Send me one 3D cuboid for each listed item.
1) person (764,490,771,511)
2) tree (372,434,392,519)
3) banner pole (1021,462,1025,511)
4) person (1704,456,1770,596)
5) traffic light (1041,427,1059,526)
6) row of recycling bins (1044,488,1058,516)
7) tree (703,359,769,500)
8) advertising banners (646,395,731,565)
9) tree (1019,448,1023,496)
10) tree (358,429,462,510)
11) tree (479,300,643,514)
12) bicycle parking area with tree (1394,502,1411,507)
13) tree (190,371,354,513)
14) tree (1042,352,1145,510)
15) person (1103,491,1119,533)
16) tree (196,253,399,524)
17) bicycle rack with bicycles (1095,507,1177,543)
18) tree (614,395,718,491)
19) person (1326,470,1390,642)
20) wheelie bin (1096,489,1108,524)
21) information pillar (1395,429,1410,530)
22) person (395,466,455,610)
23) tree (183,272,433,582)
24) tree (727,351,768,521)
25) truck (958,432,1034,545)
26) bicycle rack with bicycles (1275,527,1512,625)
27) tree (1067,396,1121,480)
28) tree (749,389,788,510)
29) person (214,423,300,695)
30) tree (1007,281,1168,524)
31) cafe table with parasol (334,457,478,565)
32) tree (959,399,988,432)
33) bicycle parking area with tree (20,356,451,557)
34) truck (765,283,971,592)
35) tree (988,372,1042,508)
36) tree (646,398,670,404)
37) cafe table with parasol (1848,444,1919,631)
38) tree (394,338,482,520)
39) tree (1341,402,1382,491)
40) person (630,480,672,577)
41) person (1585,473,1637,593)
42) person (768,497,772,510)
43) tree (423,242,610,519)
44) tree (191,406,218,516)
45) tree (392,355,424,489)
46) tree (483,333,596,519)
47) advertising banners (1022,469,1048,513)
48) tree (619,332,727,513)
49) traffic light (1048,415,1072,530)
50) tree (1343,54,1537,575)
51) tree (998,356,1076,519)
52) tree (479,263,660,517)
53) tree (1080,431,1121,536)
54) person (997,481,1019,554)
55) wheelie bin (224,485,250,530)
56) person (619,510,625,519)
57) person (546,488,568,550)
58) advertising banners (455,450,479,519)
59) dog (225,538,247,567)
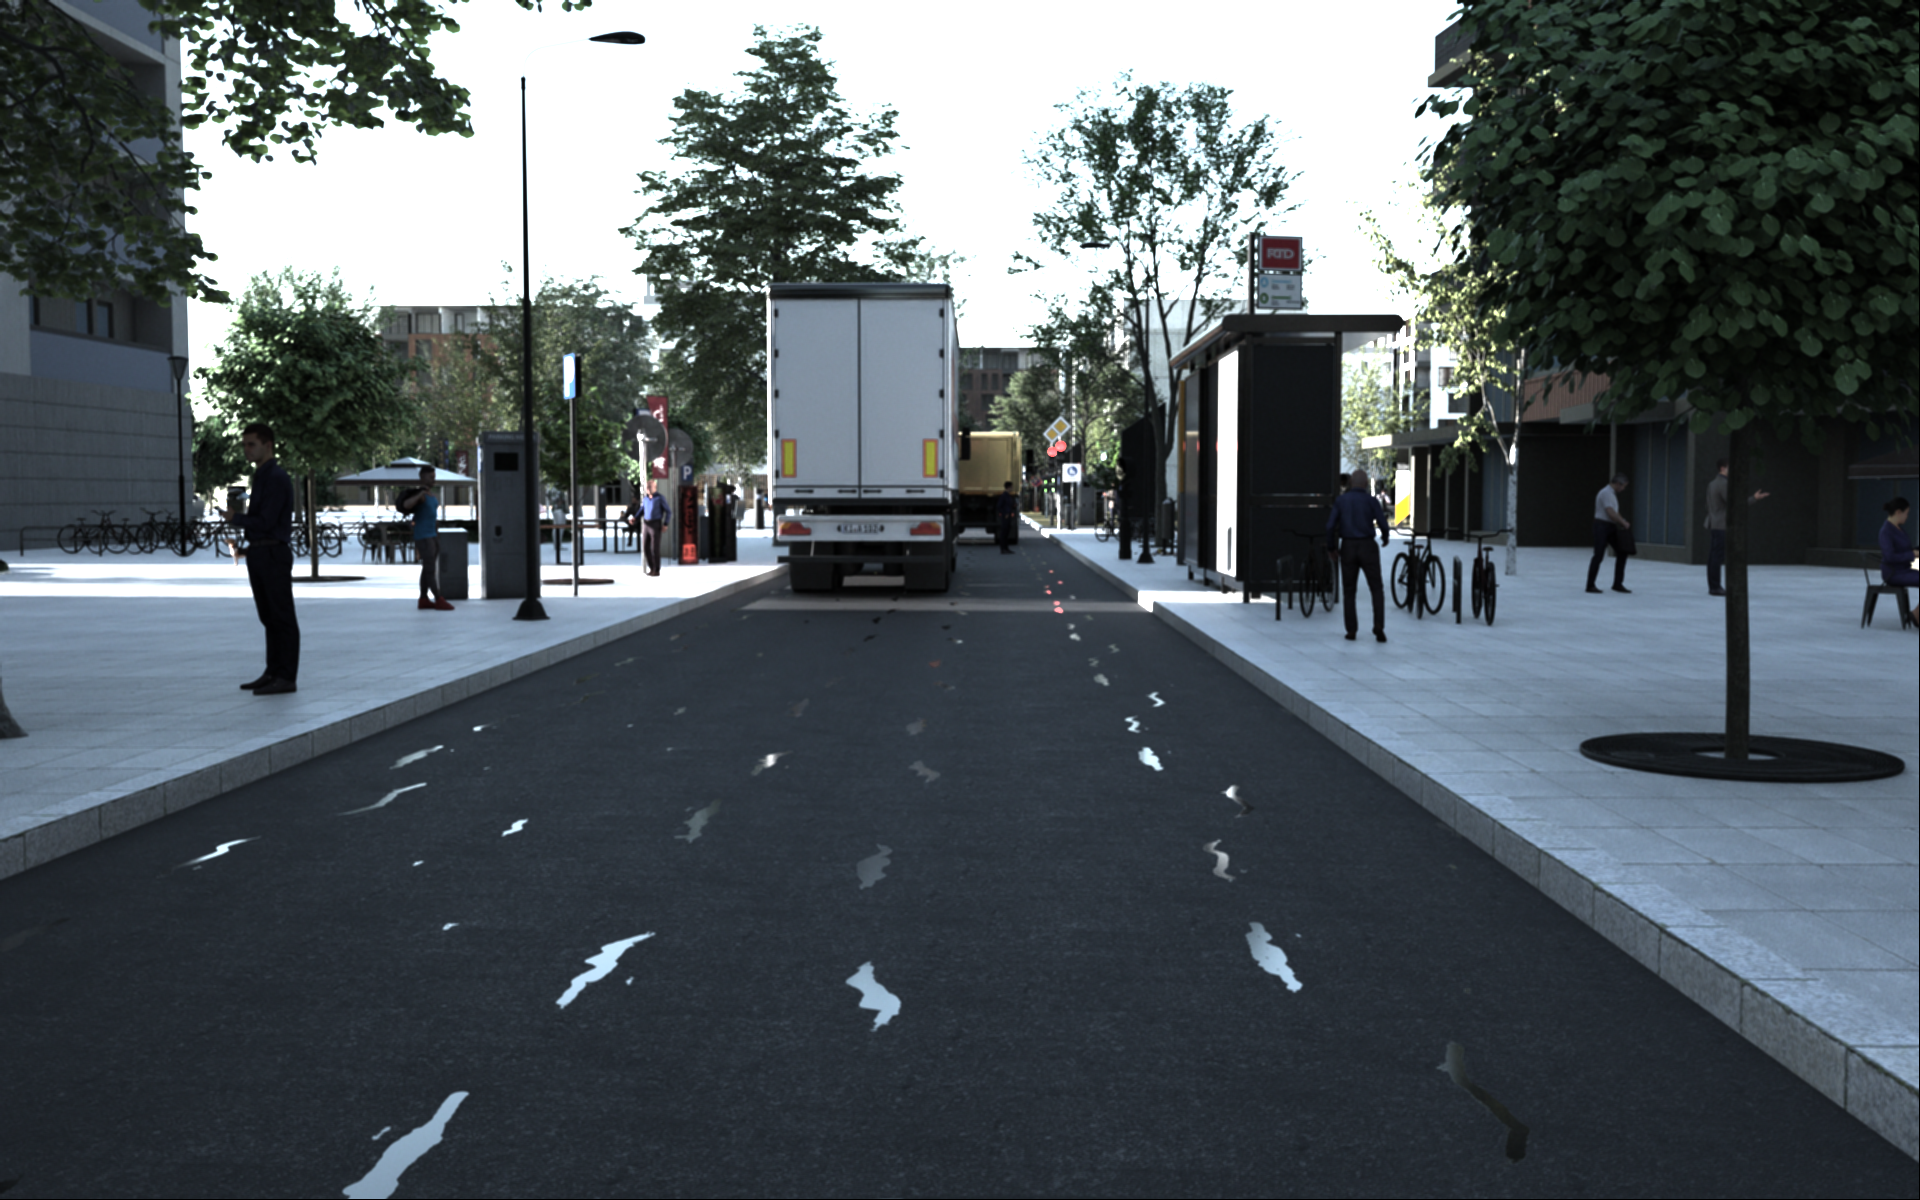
[{"bbox_3d":[-14.262,-7.373,128.457,0.647,1.594,0.662,2,4,35],"label":"person"},{"bbox_3d":[-29.445,-8.418,87.997,4.737,8.622,4.395,0,3,0],"label":"tree"},{"bbox_3d":[4.838,-8.675,131.859,0.401,3.779,0.863,-1,4,-16],"label":"banner pole"},{"bbox_3d":[9.798,-0.935,21.868,0.750,1.759,0.617,2,4,24],"label":"person"},{"bbox_3d":[3.691,-4.945,69.767,0.839,4.253,0.868,0,4,1],"label":"traffic light"},{"bbox_3d":[5.817,-5.846,102.697,1.069,1.692,3.534,-1,4,-11],"label":"row of recycling bins"},{"bbox_3d":[-11.977,-8.621,91.310,4.737,8.622,4.395,0,3,0],"label":"tree"},{"bbox_3d":[-4.919,-2.156,31.435,0.090,3.025,2.074,3,4,36],"label":"advertising banners"},{"bbox_3d":[6.329,-14.673,190.271,4.737,8.622,4.395,0,3,0],"label":"tree"},{"bbox_3d":[-47.650,-10.515,134.830,20.602,7.101,11.467,0,4,2],"label":"tree"},{"bbox_3d":[-24.794,-12.168,109.313,12.009,13.543,11.850,0,3,0],"label":"tree"},{"bbox_3d":[38.218,-8.910,132.681,9.016,4.147,8.231,0,4,6],"label":"bicycle parking area with tree"},{"bbox_3d":[-53.076,-13.431,121.421,18.604,14.587,13.155,-3,4,-37],"label":"tree"},{"bbox_3d":[12.165,-13.504,138.924,7.486,12.596,7.792,0,3,0],"label":"tree"},{"bbox_3d":[5.108,-3.104,57.317,0.617,1.759,0.750,2,4,24],"label":"person"},{"bbox_3d":[-28.154,-9.054,73.780,9.928,11.665,9.643,0,3,0],"label":"tree"},{"bbox_3d":[4.968,-2.043,46.793,2.925,0.926,2.852,-1,4,-23],"label":"bicycle rack with bicycles"},{"bbox_3d":[-9.649,-4.472,56.828,4.285,4.588,4.351,0,3,0],"label":"tree"},{"bbox_3d":[3.589,-0.398,15.250,0.574,1.496,0.600,3,5,43],"label":"person"},{"bbox_3d":[6.084,-4.106,75.039,0.980,1.594,0.693,0,4,4],"label":"wheelie bin"},{"bbox_3d":[15.946,-4.343,62.368,0.504,3.616,0.183,2,4,32],"label":"information pillar"},{"bbox_3d":[-5.912,-0.690,19.202,0.662,1.594,0.647,0,4,1],"label":"person"},{"bbox_3d":[-9.718,-2.574,25.793,4.285,4.588,4.351,0,3,0],"label":"tree"},{"bbox_3d":[-10.535,-8.017,81.436,4.360,8.622,3.978,0,3,0],"label":"tree"},{"bbox_3d":[0.548,-3.482,52.856,3.469,3.379,9.791,0,4,2],"label":"truck"},{"bbox_3d":[4.478,-0.302,18.317,2.852,0.926,2.925,1,4,16],"label":"bicycle rack with bicycles"},{"bbox_3d":[10.040,-10.773,126.506,4.737,8.622,4.395,0,3,0],"label":"tree"},{"bbox_3d":[-14.120,-12.641,141.099,8.767,10.594,7.601,0,3,0],"label":"tree"},{"bbox_3d":[-4.549,-0.274,11.232,0.504,1.737,0.576,-3,5,-41],"label":"person"},{"bbox_3d":[5.548,-8.602,75.050,7.601,10.594,8.767,0,4,3],"label":"tree"},{"bbox_3d":[-10.234,-1.670,32.173,2.610,1.966,2.610,-1,4,-22],"label":"cafe table with parasol"},{"bbox_3d":[-2.321,-16.032,172.486,12.009,13.543,11.850,0,3,0],"label":"tree"},{"bbox_3d":[-15.809,-3.164,38.728,9.016,4.147,8.231,1,4,21],"label":"bicycle parking area with tree"},{"bbox_3d":[-1.271,-2.430,28.637,2.839,4.237,11.283,0,4,1],"label":"truck"},{"bbox_3d":[6.206,-14.756,159.387,7.486,12.596,7.792,0,3,0],"label":"tree"},{"bbox_3d":[-22.764,-11.029,130.682,4.737,8.622,4.395,0,3,0],"label":"tree"},{"bbox_3d":[9.406,-0.681,16.006,2.610,1.966,2.610,0,4,2],"label":"cafe table with parasol"},{"bbox_3d":[-24.270,-7.942,80.218,4.360,8.622,3.978,0,3,0],"label":"tree"},{"bbox_3d":[29.957,-10.960,129.558,4.360,8.622,3.978,0,3,0],"label":"tree"},{"bbox_3d":[-4.859,-1.114,26.946,0.600,1.496,0.574,-3,4,-36],"label":"person"},{"bbox_3d":[8.479,-0.873,22.525,0.590,1.554,0.614,2,4,32],"label":"person"},{"bbox_3d":[-14.945,-7.767,135.400,0.546,1.535,0.453,-1,4,-20],"label":"person"},{"bbox_3d":[-12.762,-6.191,51.582,4.737,8.622,4.395,0,3,0],"label":"tree"},{"bbox_3d":[-47.120,-8.402,100.281,20.602,7.101,11.467,2,4,25],"label":"tree"},{"bbox_3d":[-21.265,-7.618,74.925,4.737,8.622,4.395,0,3,0],"label":"tree"},{"bbox_3d":[-18.989,-7.927,79.969,4.360,8.622,3.978,0,3,0],"label":"tree"},{"bbox_3d":[5.297,-7.619,120.763,2.074,3.025,0.090,-1,4,-19],"label":"advertising banners"},{"bbox_3d":[-12.403,-7.596,74.562,4.360,8.622,3.978,0,3,0],"label":"tree"},{"bbox_3d":[3.563,-4.456,61.783,0.839,4.253,0.868,0,4,1],"label":"traffic light"},{"bbox_3d":[8.544,-4.708,27.335,4.737,8.622,4.395,0,3,0],"label":"tree"},{"bbox_3d":[4.326,-8.554,90.221,4.360,8.622,3.978,0,3,0],"label":"tree"},{"bbox_3d":[-21.227,-11.534,95.237,9.857,13.997,8.962,0,3,0],"label":"tree"},{"bbox_3d":[4.751,-3.579,53.113,1.663,3.219,1.824,0,3,0],"label":"tree"},{"bbox_3d":[1.174,-1.987,41.694,0.504,1.737,0.576,1,4,12],"label":"person"},{"bbox_3d":[-26.142,-3.350,62.677,0.980,1.594,0.693,-1,4,-10],"label":"wheelie bin"},{"bbox_3d":[-15.722,-3.928,80.744,0.357,0.543,0.381,-2,4,-31],"label":"person"},{"bbox_3d":[-9.261,-2.027,39.913,0.376,1.734,0.841,-2,4,-28],"label":"person"},{"bbox_3d":[-19.220,-4.493,69.650,2.074,3.025,0.090,-2,4,-23],"label":"advertising banners"},{"bbox_3d":[-12.574,-0.834,30.459,0.406,0.507,0.540,3,4,37],"label":"dog"}]
